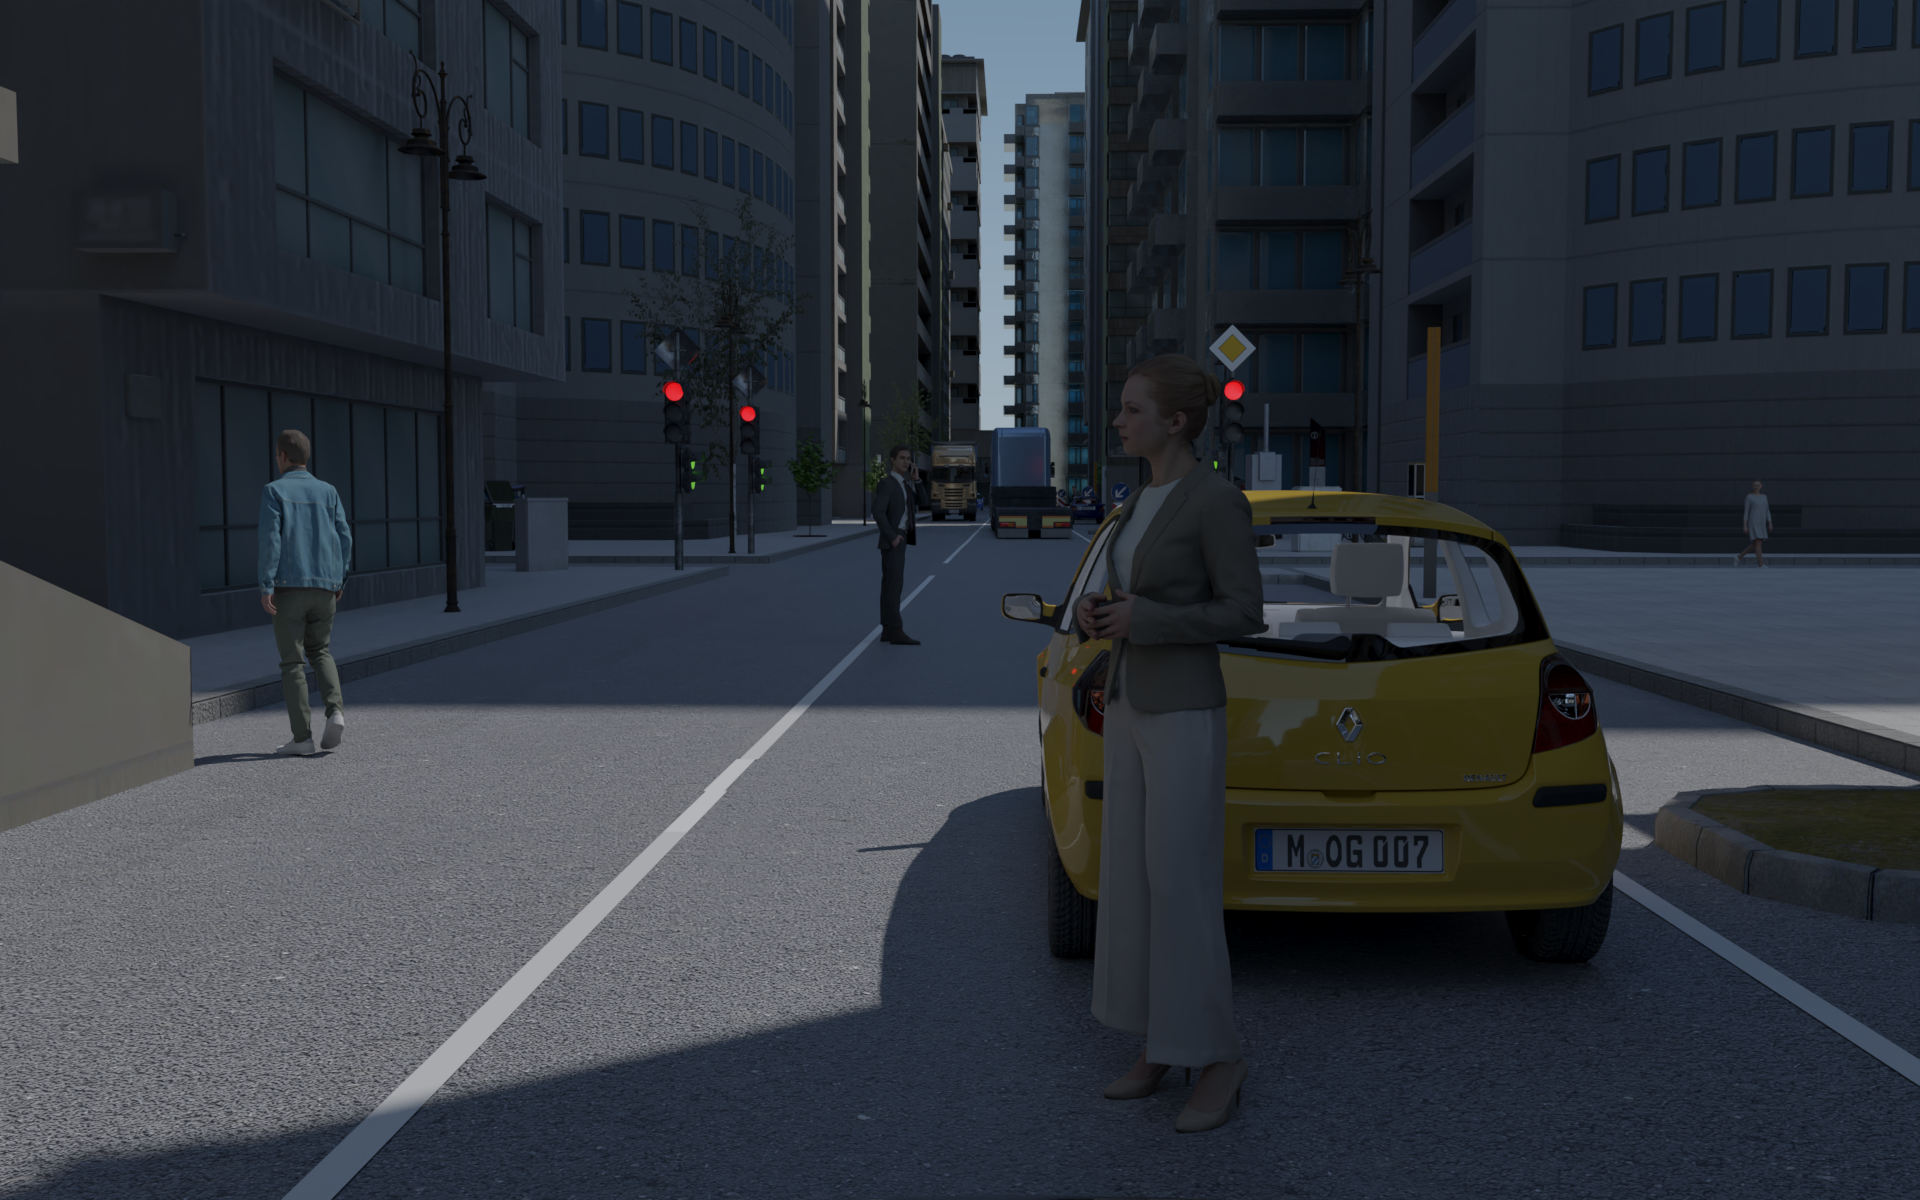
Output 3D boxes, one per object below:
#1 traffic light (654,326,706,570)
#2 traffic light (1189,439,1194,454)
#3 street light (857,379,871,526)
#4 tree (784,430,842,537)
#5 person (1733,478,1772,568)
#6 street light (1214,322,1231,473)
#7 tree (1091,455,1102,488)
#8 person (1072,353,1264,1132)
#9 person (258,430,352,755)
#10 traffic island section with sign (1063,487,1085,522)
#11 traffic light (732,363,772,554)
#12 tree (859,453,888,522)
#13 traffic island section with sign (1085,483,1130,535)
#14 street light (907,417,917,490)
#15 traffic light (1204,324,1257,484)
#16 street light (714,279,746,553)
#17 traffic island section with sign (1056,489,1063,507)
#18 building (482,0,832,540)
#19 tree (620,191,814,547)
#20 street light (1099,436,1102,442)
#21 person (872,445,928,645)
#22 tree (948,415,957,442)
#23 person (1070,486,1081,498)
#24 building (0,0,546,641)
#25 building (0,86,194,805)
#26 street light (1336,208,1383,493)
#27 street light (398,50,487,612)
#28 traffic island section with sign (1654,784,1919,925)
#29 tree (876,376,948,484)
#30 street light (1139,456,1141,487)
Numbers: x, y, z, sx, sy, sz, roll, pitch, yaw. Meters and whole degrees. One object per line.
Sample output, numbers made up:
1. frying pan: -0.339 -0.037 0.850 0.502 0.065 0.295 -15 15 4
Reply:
1. traffic light: -4.718 -2.456 29.082 0.839 4.253 0.868 0 4 2
2. traffic light: 4.743 -2.928 36.788 0.839 4.253 0.868 0 4 2
3. street light: -3.835 -5.918 69.544 0.468 5.910 1.993 0 4 2
4. tree: -4.364 -3.504 51.886 1.663 3.219 1.824 0 3 0
5. person: 14.824 -1.413 32.359 0.466 1.731 0.760 -3 5 -44
6. street light: 7.122 -4.512 46.561 0.468 5.910 1.993 0 4 2
7. tree: 10.429 -8.069 115.640 4.285 4.588 4.351 0 3 0
8. person: 0.453 0.304 4.079 0.362 1.759 0.519 -2 4 -25
9. person: -3.596 -0.041 9.514 0.444 1.785 0.601 3 5 42
10. traffic island section with sign: 6.435 -4.899 88.725 1.989 1.847 2.006 0 4 2
11. traffic light: -4.464 -2.945 37.064 0.839 4.253 0.868 0 4 2
12. tree: -3.777 -5.269 80.744 1.663 3.219 1.824 0 3 0
13. traffic island section with sign: 5.577 -3.251 61.783 1.989 1.847 2.006 0 4 2
14. street light: -2.835 -7.913 102.167 0.468 5.910 1.993 0 4 2
15. traffic light: 4.489 -2.440 28.807 0.839 4.253 0.868 0 4 2
16. street light: -4.933 -3.947 37.322 0.468 5.910 1.993 0 4 2
17. traffic island section with sign: 8.916 -9.676 166.829 1.989 1.847 2.006 0 4 2
18. building: -16.388 -31.587 58.448 21.231 58.520 28.212 0 4 2
19. tree: -5.696 -5.571 41.446 4.360 8.622 3.978 0 3 0
20. street light: 9.177 -8.482 111.473 0.468 5.910 1.993 0 4 2
21. person: -0.561 -0.541 16.704 0.474 1.900 0.648 1 4 9
22. tree: -1.814 -12.333 152.012 4.737 8.622 4.395 0 3 0
23. person: 6.050 -5.021 90.400 0.655 1.846 0.447 3 4 38
24. building: -12.644 -20.560 19.748 14.086 41.232 14.154 0 4 2
25. building: -20.325 -18.931 1.409 32.217 40.220 23.993 0 4 2
26. street light: 6.510 -3.400 28.379 0.468 5.910 1.993 0 4 2
27. street light: -5.525 -2.806 18.668 0.468 5.910 1.993 0 4 2
28. traffic island section with sign: 3.818 0.126 6.568 1.989 1.847 2.006 0 4 2
29. tree: -3.333 -9.681 108.649 4.737 8.622 4.395 0 3 0
30. street light: 8.205 -6.487 78.845 0.468 5.910 1.993 0 4 2
